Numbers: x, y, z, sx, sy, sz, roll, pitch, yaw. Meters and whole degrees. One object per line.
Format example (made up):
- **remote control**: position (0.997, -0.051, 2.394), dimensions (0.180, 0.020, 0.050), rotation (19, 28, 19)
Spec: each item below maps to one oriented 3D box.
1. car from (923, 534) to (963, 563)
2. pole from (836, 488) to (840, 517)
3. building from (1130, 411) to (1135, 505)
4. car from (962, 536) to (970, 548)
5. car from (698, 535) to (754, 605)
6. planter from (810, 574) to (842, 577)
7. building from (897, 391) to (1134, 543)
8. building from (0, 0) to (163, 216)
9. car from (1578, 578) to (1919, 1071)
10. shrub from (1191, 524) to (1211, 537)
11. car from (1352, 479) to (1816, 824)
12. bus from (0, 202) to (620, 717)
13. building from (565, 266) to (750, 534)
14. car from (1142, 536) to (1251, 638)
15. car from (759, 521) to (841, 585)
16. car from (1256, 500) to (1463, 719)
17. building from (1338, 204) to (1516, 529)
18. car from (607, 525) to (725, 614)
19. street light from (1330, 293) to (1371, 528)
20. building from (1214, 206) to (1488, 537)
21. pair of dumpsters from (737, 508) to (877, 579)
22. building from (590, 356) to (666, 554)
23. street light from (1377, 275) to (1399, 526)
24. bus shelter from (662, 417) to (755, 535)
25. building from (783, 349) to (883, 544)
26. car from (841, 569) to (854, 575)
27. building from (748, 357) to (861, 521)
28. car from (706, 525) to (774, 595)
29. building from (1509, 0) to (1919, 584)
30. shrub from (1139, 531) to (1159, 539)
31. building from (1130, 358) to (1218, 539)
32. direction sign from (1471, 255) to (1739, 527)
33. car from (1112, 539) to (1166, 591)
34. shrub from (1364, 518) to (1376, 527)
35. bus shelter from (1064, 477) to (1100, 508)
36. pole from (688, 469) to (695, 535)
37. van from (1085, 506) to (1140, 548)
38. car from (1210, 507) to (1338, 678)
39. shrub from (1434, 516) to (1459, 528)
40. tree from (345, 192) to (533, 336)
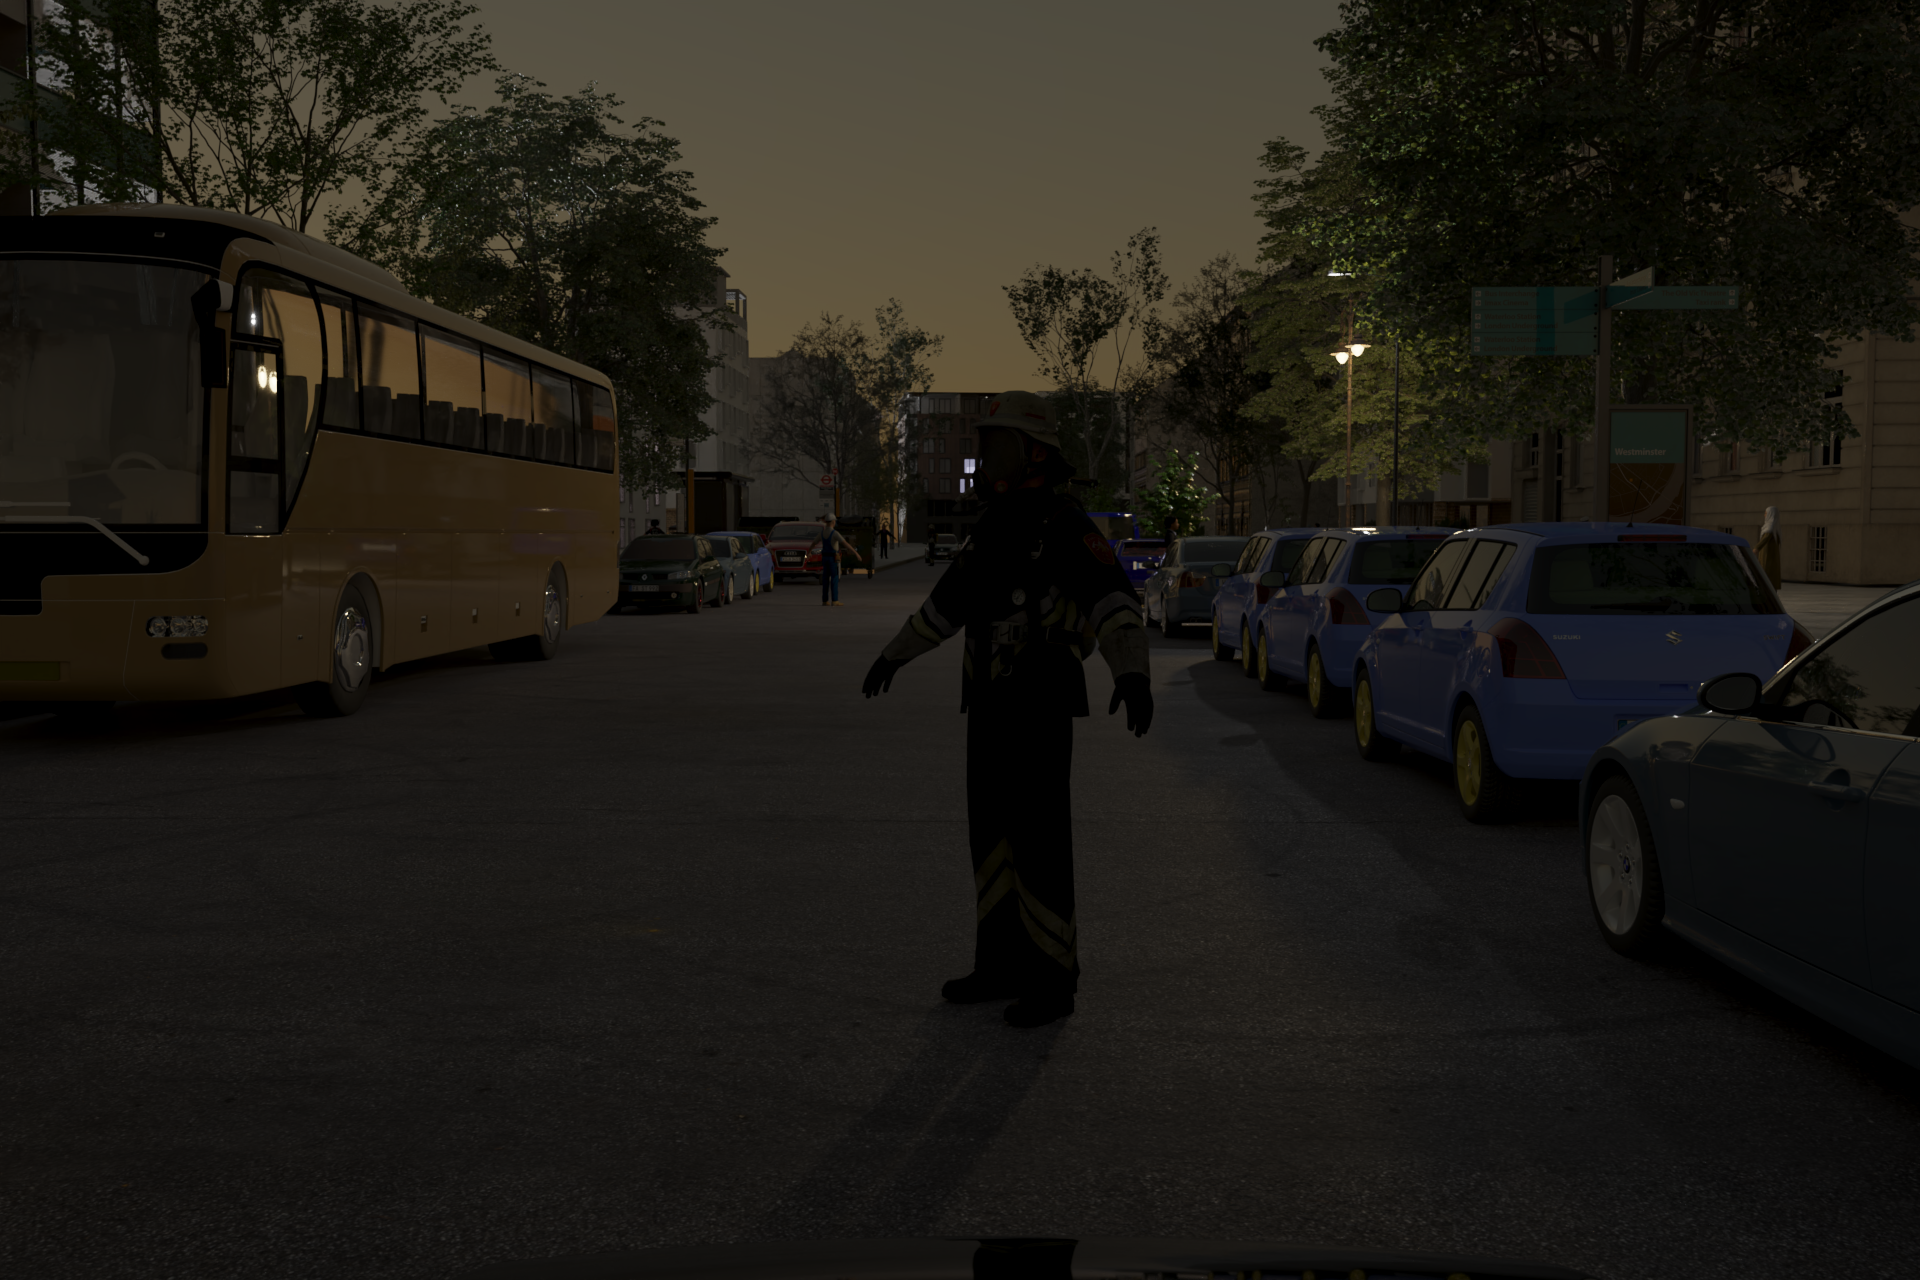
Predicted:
- **car**: position (-0.836, -4.664, 86.049), dimensions (2.009, 1.686, 4.222), rotation (0, 4, 1)
- **pole**: position (-5.423, -5.085, 76.988), dimensions (0.158, 3.312, 0.155), rotation (0, 3, 0)
- **building**: position (31.765, -22.044, 226.871), dimensions (16.747, 18.905, 31.486), rotation (0, 4, 2)
- **car**: position (1.062, -4.988, 93.911), dimensions (2.083, 1.381, 4.827), rotation (0, 4, 1)
- **car**: position (-5.467, -1.516, 36.781), dimensions (2.014, 1.417, 4.499), rotation (0, 4, 2)
- **planter**: position (-5.043, -2.291, 58.599), dimensions (1.991, 0.319, 1.994), rotation (0, 4, 1)
- **building**: position (7.598, -25.228, 258.903), dimensions (32.646, 21.610, 27.936), rotation (0, 4, -5)
- **building**: position (-29.292, -12.973, 18.681), dimensions (21.656, 26.213, 47.522), rotation (0, 4, 2)
- **car**: position (3.084, 0.466, 4.389), dimensions (2.014, 1.417, 4.499), rotation (0, 3, 0)
- **shrub**: position (8.580, -3.740, 65.184), dimensions (1.661, 2.075, 1.752), rotation (0, 3, 0)
- **car**: position (3.366, -0.016, 9.858), dimensions (1.945, 1.707, 3.694), rotation (0, 4, 1)
- **bus**: position (-5.891, -1.547, 16.835), dimensions (2.896, 3.916, 12.252), rotation (0, 4, 1)
- **building**: position (-21.965, -16.349, 123.730), dimensions (16.016, 20.090, 11.380), rotation (0, 4, 2)
- **car**: position (3.696, -0.806, 25.183), dimensions (2.014, 1.417, 4.499), rotation (0, 4, 1)
- **car**: position (-4.617, -2.542, 50.243), dimensions (2.281, 1.827, 5.304), rotation (0, 4, 1)
- **car**: position (3.585, -0.315, 14.739), dimensions (1.945, 1.707, 3.694), rotation (0, 3, 0)
- **building**: position (27.272, -14.899, 100.013), dimensions (16.016, 20.090, 11.380), rotation (0, 4, 2)
- **car**: position (-5.502, -1.384, 32.412), dimensions (2.009, 1.686, 4.222), rotation (0, 4, 1)
- **street light**: position (7.494, -3.706, 33.389), dimensions (0.468, 5.910, 1.993), rotation (0, 4, 1)
- **building**: position (27.999, -17.615, 118.929), dimensions (19.493, 23.208, 18.063), rotation (0, 4, 1)
- **pair of dumpsters**: position (-4.903, -3.093, 55.514), dimensions (4.436, 2.255, 1.574), rotation (0, 4, 2)
- **building**: position (-20.572, -9.366, 95.283), dimensions (9.099, 9.664, 28.070), rotation (0, 4, 2)
- **street light**: position (8.202, -3.538, 30.393), dimensions (1.470, 5.913, 1.316), rotation (0, 4, 1)
- **bus shelter**: position (-8.656, -4.992, 59.247), dimensions (2.179, 5.291, 8.768), rotation (0, 4, 1)
- **building**: position (-19.702, -23.442, 214.198), dimensions (19.493, 23.208, 18.063), rotation (0, 4, 1)
- **car**: position (-4.748, -3.151, 61.747), dimensions (2.015, 1.641, 3.980), rotation (0, 4, 1)
- **building**: position (-20.382, -19.740, 189.214), dimensions (16.747, 18.905, 31.486), rotation (0, 4, 1)
- **car**: position (-5.515, -1.955, 41.559), dimensions (1.945, 1.707, 3.694), rotation (0, 4, 2)
- **building**: position (28.986, -13.606, 54.487), dimensions (16.112, 23.069, 30.059), rotation (0, 4, 1)
- **shrub**: position (7.942, -3.974, 69.017), dimensions (1.661, 2.075, 1.752), rotation (0, 3, 0)
- **building**: position (29.937, -22.472, 198.338), dimensions (19.493, 23.208, 18.063), rotation (0, 4, 1)
- **direction sign**: position (6.174, -1.677, 16.173), dimensions (2.525, 3.948, 1.411), rotation (0, 4, 2)
- **car**: position (4.005, -1.561, 38.101), dimensions (1.945, 1.354, 3.894), rotation (0, 4, 1)
- **shrub**: position (19.537, -4.741, 81.933), dimensions (1.690, 2.028, 1.600), rotation (0, 3, 0)
- **bus shelter**: position (4.973, -4.975, 72.621), dimensions (1.731, 3.624, 6.357), rotation (0, 4, 2)
- **pole**: position (-8.430, -3.702, 54.375), dimensions (0.158, 3.312, 0.155), rotation (0, 3, 0)
- **van**: position (4.241, -2.871, 51.330), dimensions (2.240, 2.365, 5.245), rotation (0, 4, 2)
- **car**: position (3.700, -0.547, 18.536), dimensions (1.945, 1.707, 3.694), rotation (0, 4, 1)
- **shrub**: position (19.365, -3.942, 68.868), dimensions (1.690, 2.028, 1.600), rotation (0, 3, 0)
- **tree**: position (-11.294, -5.305, 37.096), dimensions (4.737, 8.622, 4.395), rotation (0, 3, 0)
